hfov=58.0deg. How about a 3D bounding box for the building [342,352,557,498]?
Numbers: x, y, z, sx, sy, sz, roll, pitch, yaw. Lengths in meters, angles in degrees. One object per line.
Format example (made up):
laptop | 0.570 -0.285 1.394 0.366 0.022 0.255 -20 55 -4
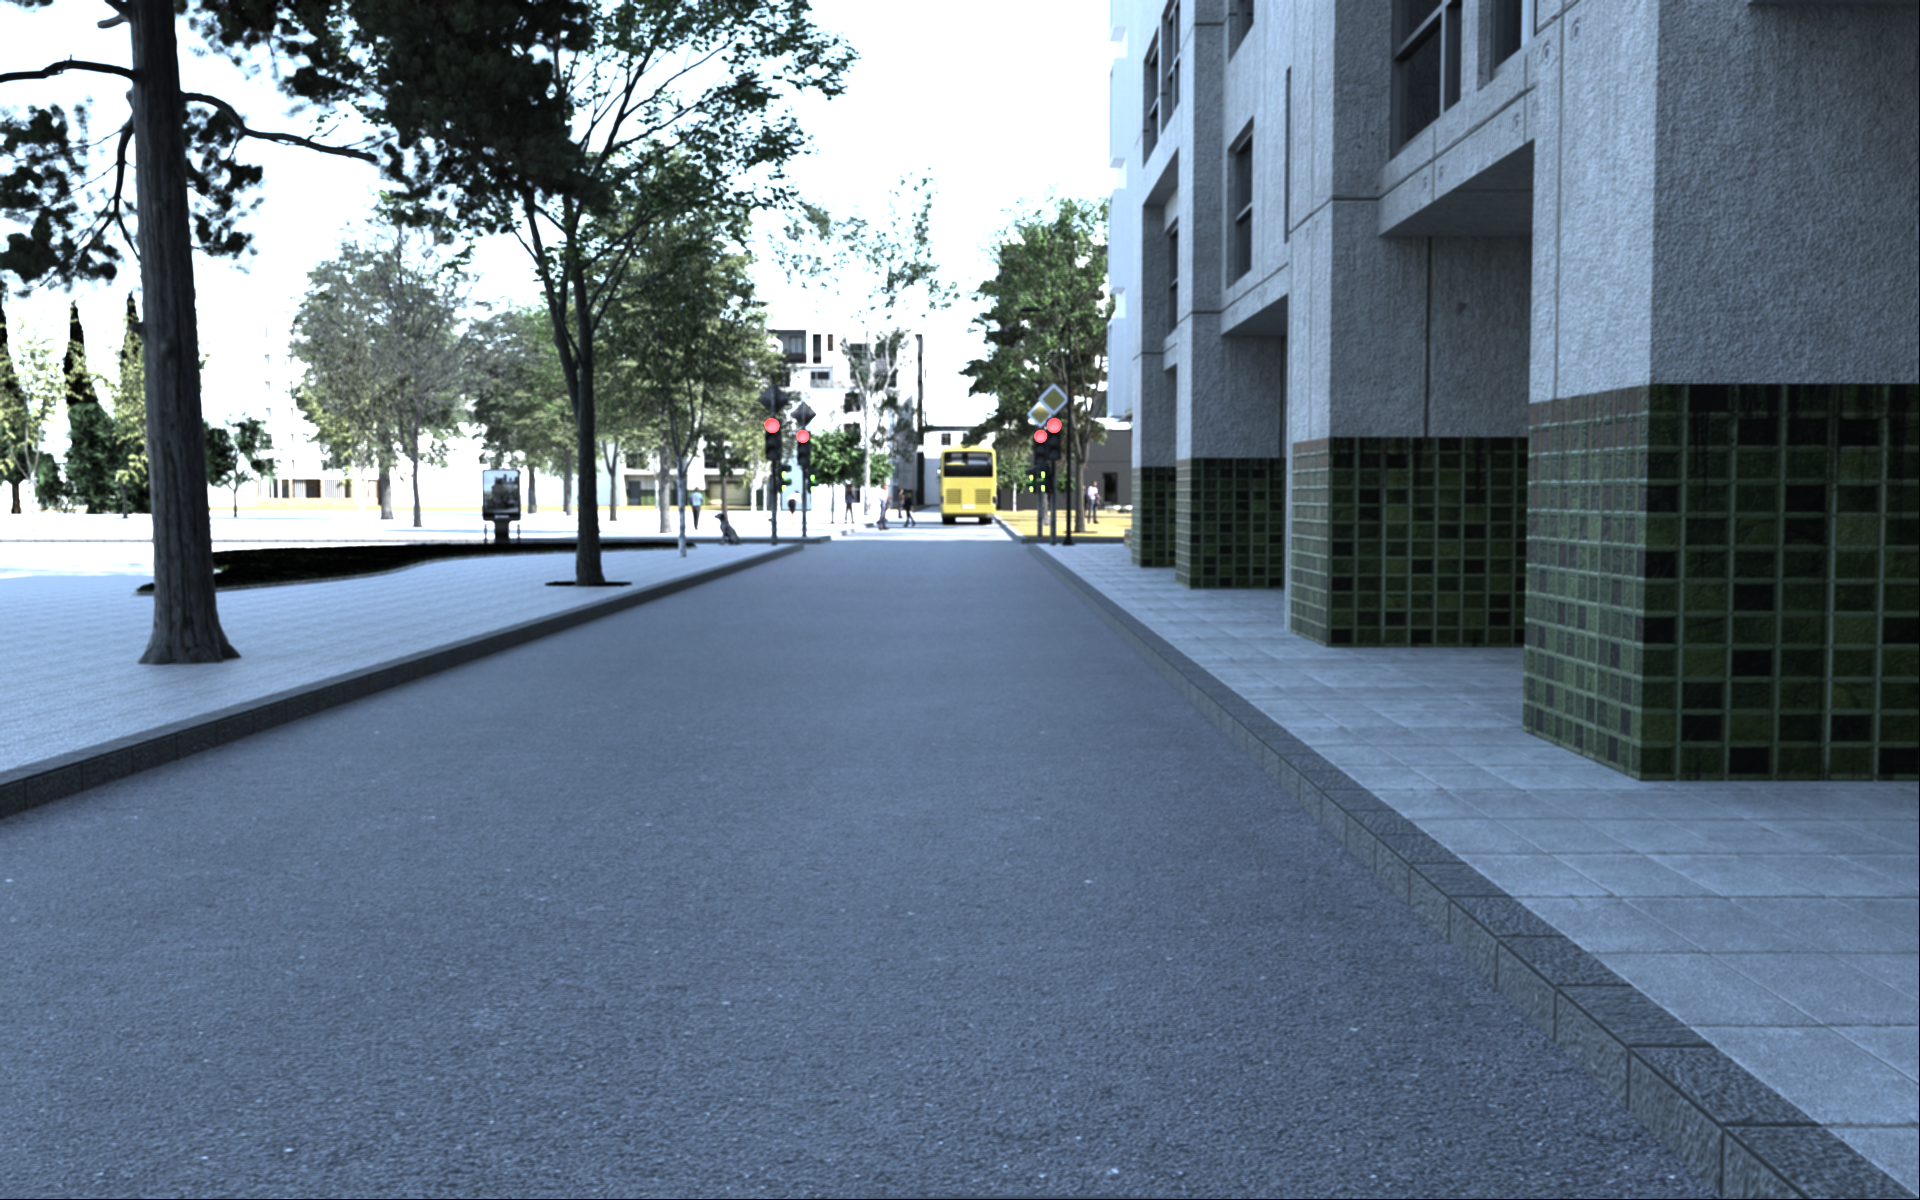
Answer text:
building | -64.598 -21.552 218.837 31.486 18.905 16.747 0 4 0

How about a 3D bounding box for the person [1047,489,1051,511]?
person | 6.821 -7.619 131.438 0.721 1.723 1.217 2 4 33

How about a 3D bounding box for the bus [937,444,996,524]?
bus | 0.320 -5.680 84.416 2.896 3.916 12.252 0 4 0

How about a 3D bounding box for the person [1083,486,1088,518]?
person | 6.782 -5.366 94.458 0.600 1.739 0.565 1 4 9

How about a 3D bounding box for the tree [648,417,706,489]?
tree | -18.760 -10.031 114.361 4.360 8.622 3.978 0 3 0

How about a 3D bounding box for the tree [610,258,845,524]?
tree | -9.135 -7.989 65.030 7.601 10.594 8.767 1 4 9

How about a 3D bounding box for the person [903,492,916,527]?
person | -2.251 -4.007 76.552 0.480 1.512 0.613 3 4 38

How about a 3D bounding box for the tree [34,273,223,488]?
tree | -25.197 -6.354 54.253 4.737 8.622 4.395 0 3 0

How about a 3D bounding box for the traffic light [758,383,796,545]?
traffic light | -4.644 -3.309 43.351 0.839 4.213 0.868 0 4 0

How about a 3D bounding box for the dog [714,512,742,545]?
dog | -5.739 -1.790 43.641 0.800 0.831 0.513 2 4 23

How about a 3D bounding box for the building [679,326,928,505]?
building | -20.715 -23.296 224.862 32.646 21.610 27.936 0 4 0

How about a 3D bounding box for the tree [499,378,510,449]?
tree | -22.347 -10.991 97.835 7.486 12.596 7.792 0 3 0

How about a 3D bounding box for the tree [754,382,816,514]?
tree | -11.556 -9.895 112.140 4.360 8.622 3.978 0 3 0

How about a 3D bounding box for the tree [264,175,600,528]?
tree | -20.872 -9.503 65.748 12.009 13.543 11.850 0 3 0

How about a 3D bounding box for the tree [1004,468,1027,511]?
tree | 4.353 -8.248 129.457 1.663 3.219 1.824 0 3 0

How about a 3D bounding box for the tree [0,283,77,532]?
tree | -31.562 -6.619 58.577 4.737 8.622 4.395 0 3 0

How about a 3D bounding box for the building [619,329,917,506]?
building | -20.799 -20.039 194.092 31.486 18.905 16.747 0 4 0

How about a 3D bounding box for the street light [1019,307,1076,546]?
street light | 2.176 -4.320 43.166 1.470 5.913 1.316 0 4 0

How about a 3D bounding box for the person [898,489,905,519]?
person | -3.401 -5.620 101.215 0.431 1.722 0.655 0 4 8

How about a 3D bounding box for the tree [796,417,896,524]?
tree | -5.507 -5.528 74.090 4.285 4.588 4.351 0 3 0

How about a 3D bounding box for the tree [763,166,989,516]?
tree | -3.927 -14.861 98.873 12.611 20.169 13.585 0 3 0

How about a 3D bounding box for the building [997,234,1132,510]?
building | 17.190 -18.866 152.433 27.936 21.610 32.646 0 4 0

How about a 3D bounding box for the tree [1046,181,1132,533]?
tree | 3.992 -8.018 56.847 9.928 11.665 9.643 0 3 0

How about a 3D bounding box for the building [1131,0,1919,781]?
building | 11.454 -9.118 15.544 16.747 18.905 31.486 0 4 0

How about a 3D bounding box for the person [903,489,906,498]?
person | -5.247 -9.830 167.556 0.721 1.735 1.217 0 4 -4

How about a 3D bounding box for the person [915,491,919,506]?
person | -4.727 -11.249 191.432 0.415 1.643 0.593 -1 4 -9

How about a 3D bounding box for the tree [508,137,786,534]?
tree | -9.418 -8.384 55.209 7.486 12.596 7.792 0 3 0

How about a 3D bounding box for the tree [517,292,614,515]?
tree | -26.817 -12.355 108.664 9.857 13.997 8.962 0 3 0

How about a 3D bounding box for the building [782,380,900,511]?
building | -10.197 -12.188 141.414 9.099 9.664 28.070 0 4 0

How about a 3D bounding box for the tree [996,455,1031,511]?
tree | 4.063 -9.132 133.015 4.285 4.588 4.351 0 3 0

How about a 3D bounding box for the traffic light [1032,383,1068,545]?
traffic light | 2.318 -3.308 43.335 0.839 4.213 0.868 0 4 0

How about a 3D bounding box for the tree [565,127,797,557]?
tree | -5.716 -5.169 34.883 4.737 8.622 4.395 0 3 0

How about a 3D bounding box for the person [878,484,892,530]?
person | -2.914 -3.672 68.409 0.599 1.838 0.709 1 4 17

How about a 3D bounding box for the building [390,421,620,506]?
building | -50.707 -15.629 197.680 28.070 9.664 9.099 0 4 0

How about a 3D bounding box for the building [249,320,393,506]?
building | -70.697 -20.646 193.987 11.380 20.091 16.016 0 4 0

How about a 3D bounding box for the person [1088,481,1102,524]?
person | 5.785 -4.172 74.127 0.709 1.838 0.599 -3 5 -44

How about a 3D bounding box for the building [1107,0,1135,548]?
building | 11.351 -11.039 36.900 16.016 20.091 11.380 0 4 0

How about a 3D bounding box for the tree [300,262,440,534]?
tree | -19.050 -6.415 55.255 4.360 8.622 3.978 0 3 0

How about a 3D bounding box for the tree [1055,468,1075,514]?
tree | 6.642 -7.184 112.065 1.663 3.219 1.824 0 3 0

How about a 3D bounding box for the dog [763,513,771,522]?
dog | -8.774 -3.799 79.850 0.748 0.427 0.550 -1 4 -18

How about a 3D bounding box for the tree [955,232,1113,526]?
tree | 3.314 -9.061 70.195 6.751 12.117 7.091 0 3 0

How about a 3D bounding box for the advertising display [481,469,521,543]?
advertising display | -11.681 -2.380 44.128 0.974 1.923 0.123 0 4 2

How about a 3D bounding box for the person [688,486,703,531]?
person | -9.230 -3.197 60.531 0.499 1.552 0.429 3 5 40

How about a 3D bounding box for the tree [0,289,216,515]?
tree | -56.512 -12.961 113.728 13.155 14.587 18.604 -1 4 -20

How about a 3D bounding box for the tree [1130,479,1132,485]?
tree | 12.919 -7.932 124.290 1.663 3.219 1.824 0 3 0

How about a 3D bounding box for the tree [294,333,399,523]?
tree | -26.721 -7.699 76.235 4.737 8.622 4.395 0 3 0

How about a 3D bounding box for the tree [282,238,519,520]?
tree | -28.413 -10.919 85.175 9.857 13.997 8.962 0 3 0

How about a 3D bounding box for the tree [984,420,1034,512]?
tree | 3.797 -10.546 122.790 4.737 8.622 4.395 0 3 0

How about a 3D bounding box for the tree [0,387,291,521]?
tree | -43.047 -7.747 89.573 11.467 7.101 20.602 0 4 -2

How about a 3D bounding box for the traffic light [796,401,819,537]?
traffic light | -4.606 -3.798 51.336 0.839 4.213 0.868 0 4 0

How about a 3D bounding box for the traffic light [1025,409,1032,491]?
traffic light | 2.355 -3.797 51.320 0.839 4.213 0.868 0 4 0

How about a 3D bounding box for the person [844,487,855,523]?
person | -4.838 -4.149 75.937 0.516 1.574 0.319 -1 4 -17

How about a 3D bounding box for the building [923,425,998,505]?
building | 9.600 -16.743 215.894 28.070 9.664 9.099 0 4 0

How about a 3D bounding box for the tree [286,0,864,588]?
tree | -5.368 -6.004 23.913 9.928 11.665 9.643 0 3 0

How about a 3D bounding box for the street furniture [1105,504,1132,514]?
street furniture | 14.292 -5.952 112.942 10.072 0.657 5.734 3 5 39

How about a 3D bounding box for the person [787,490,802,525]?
person | -6.783 -3.789 71.184 0.628 1.438 0.799 -1 4 -11

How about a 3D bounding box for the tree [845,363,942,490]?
tree | -5.489 -11.486 122.212 8.767 10.594 7.601 -1 4 -10

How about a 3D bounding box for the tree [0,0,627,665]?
tree | -6.189 -6.441 12.740 7.806 13.903 7.818 0 3 0
